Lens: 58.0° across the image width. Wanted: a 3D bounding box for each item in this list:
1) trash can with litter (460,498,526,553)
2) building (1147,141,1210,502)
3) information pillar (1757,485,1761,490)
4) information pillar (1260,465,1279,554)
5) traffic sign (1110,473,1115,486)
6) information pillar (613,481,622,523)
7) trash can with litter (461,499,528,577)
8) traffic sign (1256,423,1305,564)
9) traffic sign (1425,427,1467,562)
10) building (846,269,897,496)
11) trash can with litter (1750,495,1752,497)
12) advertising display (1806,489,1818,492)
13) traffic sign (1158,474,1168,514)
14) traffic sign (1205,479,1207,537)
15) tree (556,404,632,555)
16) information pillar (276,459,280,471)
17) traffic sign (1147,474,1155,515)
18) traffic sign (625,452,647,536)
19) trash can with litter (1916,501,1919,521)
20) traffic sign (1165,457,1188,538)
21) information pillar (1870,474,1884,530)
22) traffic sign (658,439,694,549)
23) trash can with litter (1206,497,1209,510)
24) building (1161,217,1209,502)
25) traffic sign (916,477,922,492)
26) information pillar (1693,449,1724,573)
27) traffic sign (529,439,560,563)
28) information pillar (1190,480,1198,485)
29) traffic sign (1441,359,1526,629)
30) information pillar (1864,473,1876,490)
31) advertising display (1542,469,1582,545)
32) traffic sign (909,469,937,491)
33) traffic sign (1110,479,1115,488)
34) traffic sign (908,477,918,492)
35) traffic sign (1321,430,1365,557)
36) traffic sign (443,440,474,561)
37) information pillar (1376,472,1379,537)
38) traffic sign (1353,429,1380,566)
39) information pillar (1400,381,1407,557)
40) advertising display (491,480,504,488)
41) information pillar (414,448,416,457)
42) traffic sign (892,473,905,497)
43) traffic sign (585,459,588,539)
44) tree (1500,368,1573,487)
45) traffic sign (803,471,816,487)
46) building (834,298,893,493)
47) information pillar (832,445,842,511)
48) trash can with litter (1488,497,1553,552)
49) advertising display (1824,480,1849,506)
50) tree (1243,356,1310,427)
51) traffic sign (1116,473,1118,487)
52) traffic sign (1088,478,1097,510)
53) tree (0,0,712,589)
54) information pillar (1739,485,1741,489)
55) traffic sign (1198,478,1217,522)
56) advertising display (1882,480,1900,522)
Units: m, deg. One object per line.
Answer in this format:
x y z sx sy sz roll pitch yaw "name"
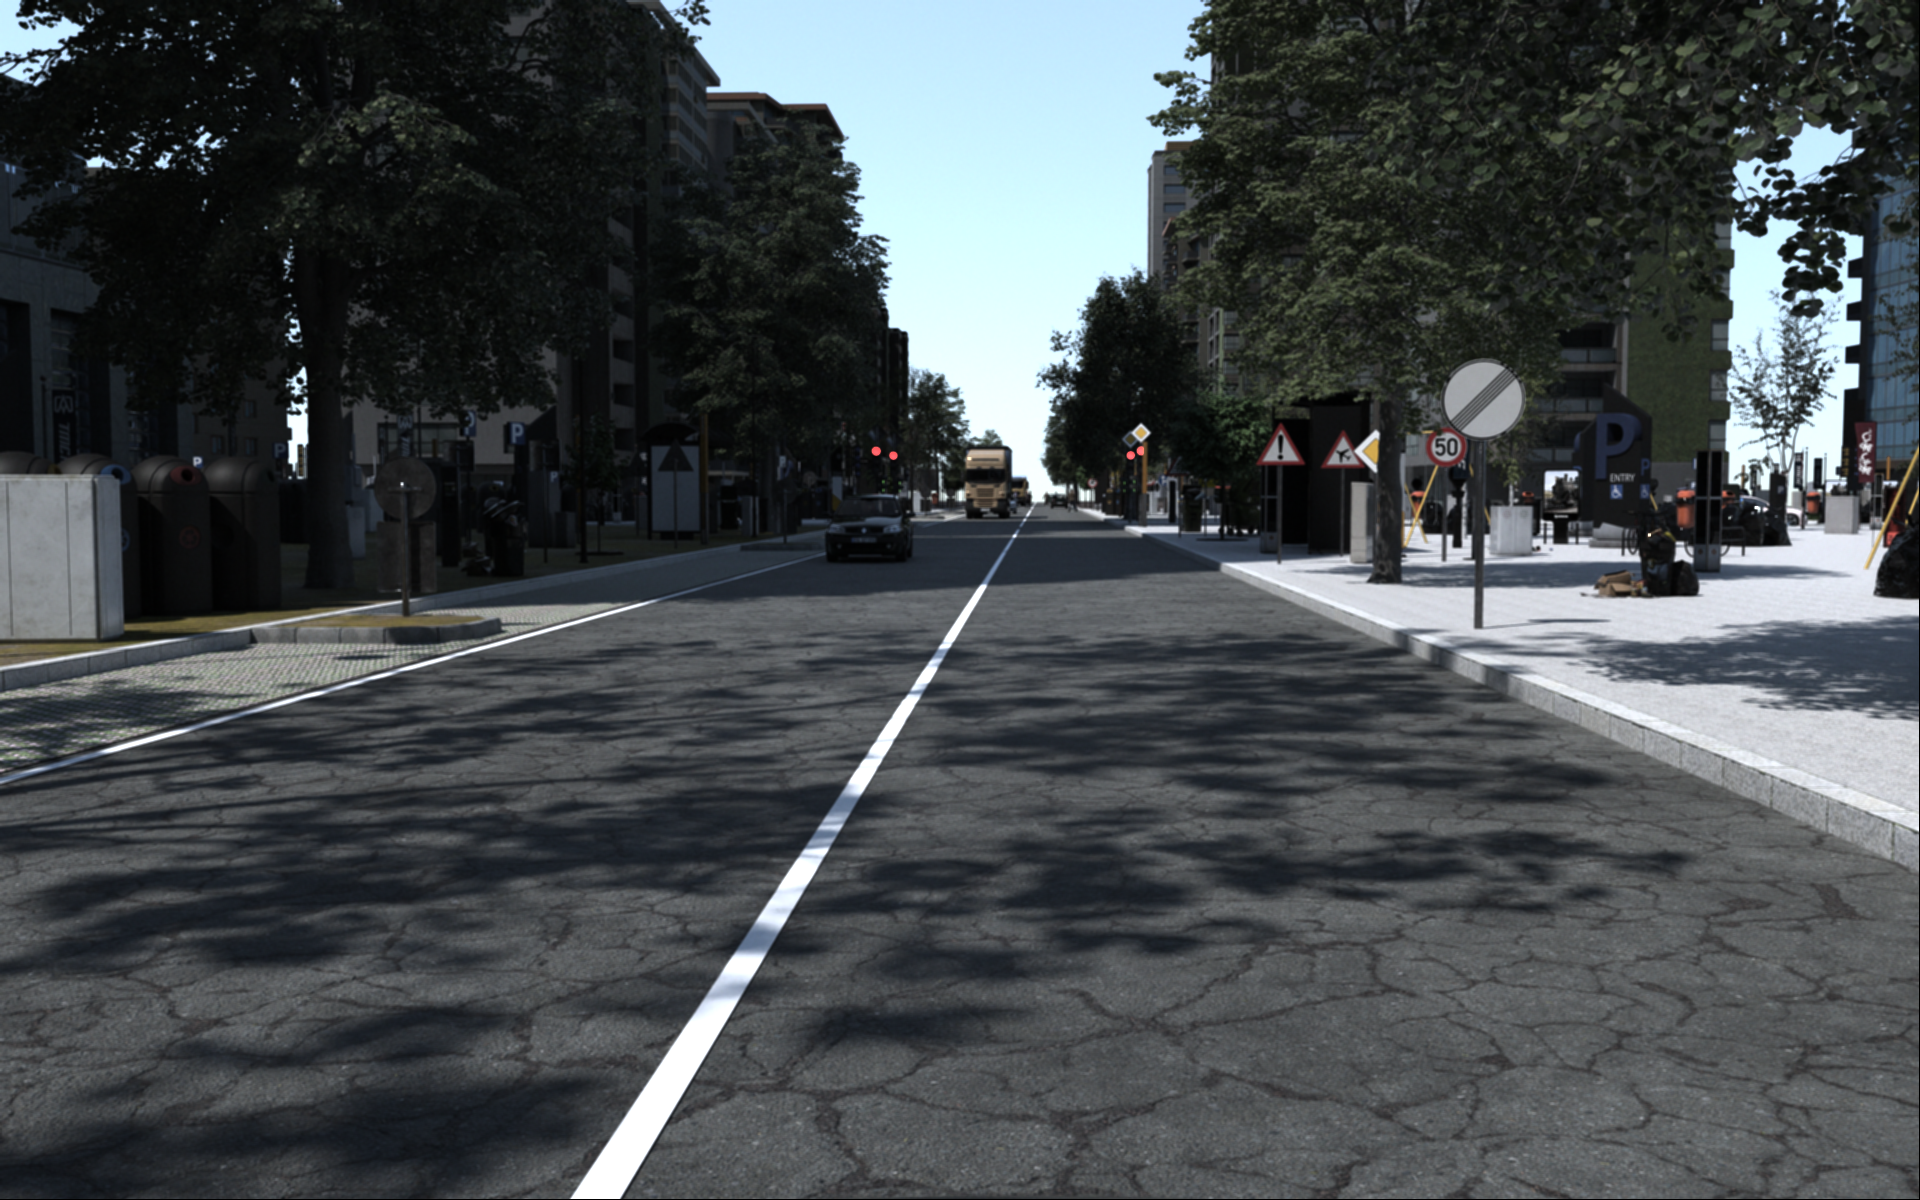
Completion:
-10.640 -1.633 37.757 2.233 1.210 1.678 0 4 -6 "trash can with litter"
42.341 -46.042 294.790 21.231 58.520 28.212 0 4 3 "building"
64.936 -8.337 140.800 0.304 2.012 0.304 2 4 24 "information pillar"
6.683 -2.013 37.410 0.304 2.012 0.304 -1 4 -11 "information pillar"
13.413 -9.625 151.249 2.265 3.308 0.079 0 4 3 "traffic sign"
-15.368 -4.470 77.582 0.304 2.012 0.304 1 4 10 "information pillar"
-7.295 -0.959 27.064 1.055 1.170 0.624 1 4 13 "trash can with litter"
5.863 -1.940 31.728 0.884 2.594 0.081 1 4 9 "traffic sign"
9.189 -2.000 32.798 0.768 2.556 0.104 1 4 9 "traffic sign"
-26.074 -35.794 277.114 32.217 40.220 23.993 0 4 3 "building"
40.849 -4.812 89.733 1.678 1.210 2.233 2 4 28 "trash can with litter"
71.904 -8.632 146.340 0.974 1.923 0.123 2 4 35 "advertising display"
13.082 -6.786 111.060 0.768 2.556 0.104 1 4 10 "traffic sign"
7.373 -3.108 51.998 0.795 2.450 0.064 1 4 10 "traffic sign"
-7.593 -2.580 36.789 1.663 3.219 1.824 0 3 0 "tree"
-39.840 -6.728 101.354 0.183 3.616 0.504 0 4 5 "information pillar"
11.787 -6.592 107.893 0.768 2.556 0.104 0 4 6 "traffic sign"
-9.897 -3.250 53.140 0.884 2.594 0.081 1 4 11 "traffic sign"
18.419 -1.300 32.313 2.233 1.210 1.678 -1 4 -23 "trash can with litter"
6.492 -3.124 51.079 0.884 2.594 0.081 1 4 11 "traffic sign"
32.950 -3.533 62.258 0.304 2.012 0.304 0 4 5 "information pillar"
-6.678 -2.487 40.669 0.884 2.594 0.081 1 4 10 "traffic sign"
19.910 -7.824 139.309 1.055 1.170 0.624 -2 4 -28 "trash can with litter"
42.456 -37.430 266.608 22.147 44.769 28.867 0 4 3 "building"
-3.360 -8.182 133.777 0.884 2.594 0.081 1 4 8 "traffic sign"
12.277 -1.463 28.417 0.304 2.012 0.304 -1 4 -22 "information pillar"
-7.703 -1.836 32.149 0.606 2.300 0.079 1 4 10 "traffic sign"
12.513 -5.396 92.709 0.304 2.012 0.304 -3 5 -44 "information pillar"
4.941 -0.998 16.429 0.768 2.556 0.104 1 4 12 "traffic sign"
42.992 -5.535 81.859 0.183 3.616 0.504 -3 4 -36 "information pillar"
15.385 -2.390 44.294 0.974 1.923 0.123 3 5 43 "advertising display"
-3.018 -8.956 140.311 2.265 3.308 0.079 1 4 9 "traffic sign"
12.909 -9.094 148.694 0.884 2.594 0.081 0 4 5 "traffic sign"
-3.486 -7.864 128.678 0.768 2.556 0.104 1 4 11 "traffic sign"
7.804 -2.162 35.355 0.884 2.594 0.081 0 4 5 "traffic sign"
-9.538 -1.887 32.977 0.606 2.300 0.079 0 4 5 "traffic sign"
11.726 -2.661 47.992 0.304 2.012 0.304 0 4 4 "information pillar"
7.366 -1.808 30.754 0.795 2.450 0.064 0 4 5 "traffic sign"
8.781 -2.667 34.966 0.504 3.616 0.183 -1 4 -22 "information pillar"
-21.608 -4.632 80.948 0.123 1.923 0.974 1 4 17 "advertising display"
-27.671 -5.905 87.894 0.183 3.616 0.504 0 4 -1 "information pillar"
-3.731 -6.387 104.540 0.768 2.556 0.104 0 4 7 "traffic sign"
-10.746 -3.025 49.560 0.768 2.556 0.104 1 4 12 "traffic sign"
27.310 -8.194 84.333 4.360 8.622 3.978 0 3 0 "tree"
-8.416 -5.923 96.939 0.768 2.556 0.104 0 4 4 "traffic sign"
-18.110 -29.743 258.005 14.160 30.474 14.107 0 4 3 "building"
-5.808 -5.550 82.101 0.504 3.616 0.183 0 4 -3 "information pillar"
12.605 -1.727 39.288 1.678 1.210 2.233 1 4 10 "trash can with litter"
40.046 -4.523 79.158 0.974 1.923 0.123 3 5 44 "advertising display"
16.459 -8.534 89.894 4.737 8.622 4.395 0 3 0 "tree"
14.034 -9.209 144.444 2.265 3.308 0.079 0 4 4 "traffic sign"
10.451 -8.352 136.666 0.768 2.556 0.104 1 4 11 "traffic sign"
-8.563 -7.143 23.437 9.857 13.997 8.962 0 3 0 "tree"
65.792 -8.684 146.468 0.304 2.012 0.304 0 4 3 "information pillar"
11.868 -5.153 78.120 2.265 3.308 0.079 1 4 10 "traffic sign"
42.256 -4.507 78.911 0.123 1.923 0.974 -3 4 -38 "advertising display"
